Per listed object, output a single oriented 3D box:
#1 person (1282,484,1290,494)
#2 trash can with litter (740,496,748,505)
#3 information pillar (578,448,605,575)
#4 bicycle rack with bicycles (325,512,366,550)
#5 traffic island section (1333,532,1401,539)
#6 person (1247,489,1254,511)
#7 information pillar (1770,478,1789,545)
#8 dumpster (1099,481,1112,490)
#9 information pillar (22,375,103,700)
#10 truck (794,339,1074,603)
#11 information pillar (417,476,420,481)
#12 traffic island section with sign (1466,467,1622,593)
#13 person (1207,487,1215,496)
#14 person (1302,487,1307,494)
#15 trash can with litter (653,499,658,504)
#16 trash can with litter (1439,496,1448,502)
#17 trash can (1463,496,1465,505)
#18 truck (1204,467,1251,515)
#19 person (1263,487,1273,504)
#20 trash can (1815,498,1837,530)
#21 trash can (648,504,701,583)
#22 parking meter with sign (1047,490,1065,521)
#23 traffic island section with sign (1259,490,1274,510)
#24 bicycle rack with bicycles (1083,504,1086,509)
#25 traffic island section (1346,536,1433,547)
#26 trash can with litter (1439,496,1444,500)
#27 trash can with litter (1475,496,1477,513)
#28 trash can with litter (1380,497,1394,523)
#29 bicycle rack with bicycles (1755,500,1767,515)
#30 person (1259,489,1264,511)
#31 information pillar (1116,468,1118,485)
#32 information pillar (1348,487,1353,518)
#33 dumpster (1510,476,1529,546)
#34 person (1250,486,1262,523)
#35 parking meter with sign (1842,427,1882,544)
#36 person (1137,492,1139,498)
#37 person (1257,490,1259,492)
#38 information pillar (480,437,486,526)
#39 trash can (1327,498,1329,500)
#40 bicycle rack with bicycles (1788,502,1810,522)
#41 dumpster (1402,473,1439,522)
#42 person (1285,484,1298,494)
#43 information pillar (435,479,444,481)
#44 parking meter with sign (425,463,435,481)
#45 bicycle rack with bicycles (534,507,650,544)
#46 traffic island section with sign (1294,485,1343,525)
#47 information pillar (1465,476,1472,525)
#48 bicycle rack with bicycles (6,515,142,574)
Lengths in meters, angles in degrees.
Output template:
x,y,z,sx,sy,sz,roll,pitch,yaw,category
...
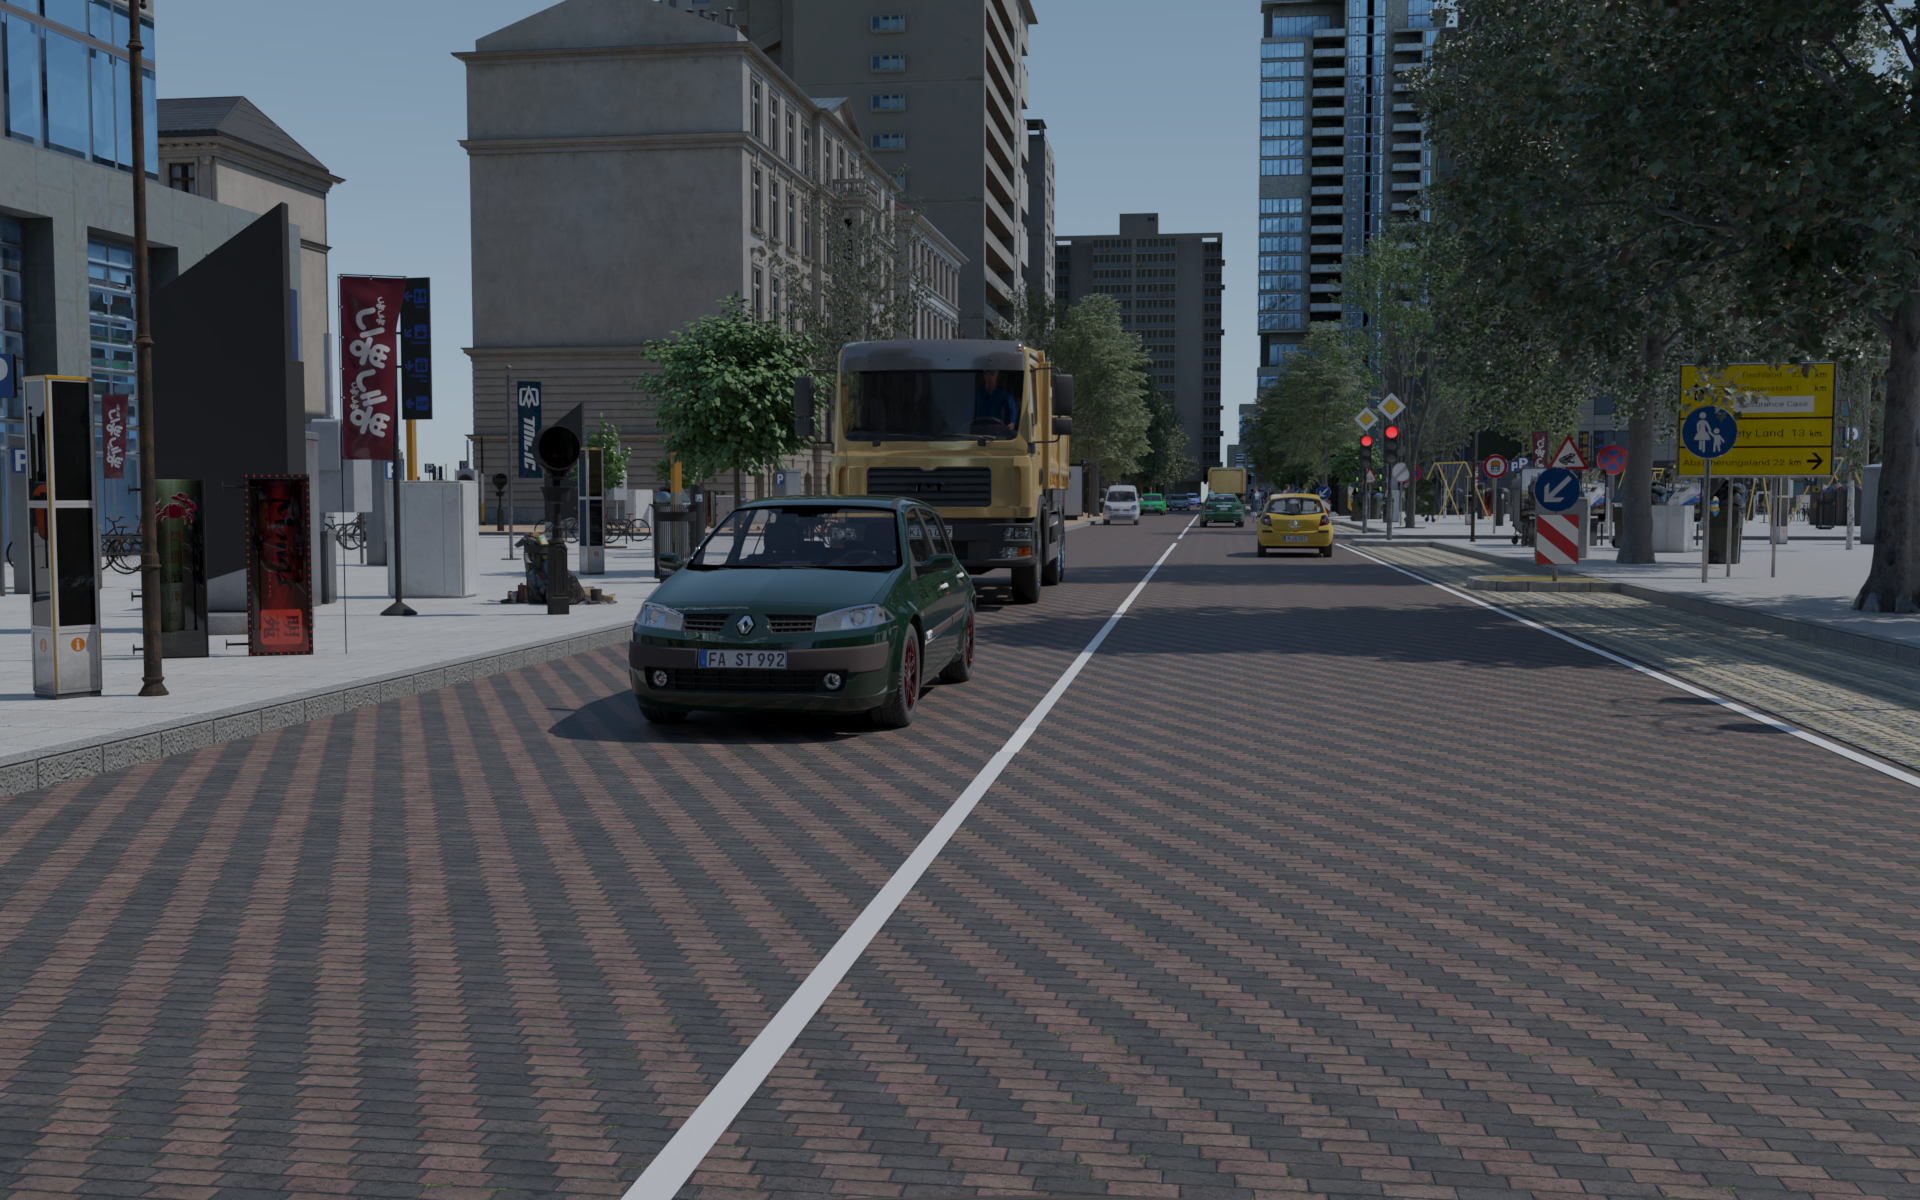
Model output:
x,y,z,sx,sy,sz,roll,pitch,yaw,category
13.588,-3.940,72.768,0.795,1.843,0.661,1,4,21,person
-7.361,-3.049,60.911,1.678,1.210,2.233,2,4,24,trash can with litter
-5.859,-1.409,27.522,0.304,2.012,0.304,-3,5,-40,information pillar
-13.629,-1.641,40.206,2.925,0.926,2.852,-1,4,-10,bicycle rack with bicycles
13.098,-2.061,55.983,2.009,0.180,2.903,1,4,8,traffic island section
25.007,-8.582,148.439,0.705,1.869,1.348,3,4,38,person
20.851,-2.420,44.060,0.304,2.012,0.304,-2,4,-25,information pillar
10.357,-7.403,123.527,1.502,2.255,1.985,1,4,8,dumpster
-5.653,-0.393,10.916,0.304,2.012,0.304,3,4,36,information pillar
0.064,-1.778,24.987,3.469,3.379,9.791,0,4,6,truck
-22.564,-4.122,71.882,0.304,2.012,0.304,-1,4,-10,information pillar
8.712,-1.065,26.040,1.989,1.847,2.006,1,4,8,traffic island section with sign
14.821,-5.749,102.355,0.638,1.841,0.748,-1,4,-18,person
19.731,-5.557,99.129,0.755,1.850,0.659,1,4,19,person
-12.219,-3.614,70.482,1.055,1.170,0.624,0,4,-6,trash can with litter
30.751,-6.100,111.120,1.055,1.170,0.624,1,4,21,trash can with litter
33.436,-6.249,113.828,0.748,1.137,0.748,0,3,0,trash can
19.073,-7.813,123.665,3.469,3.379,9.791,1,4,9,truck
20.343,-6.510,114.304,0.648,1.900,0.474,-2,4,-35,person
31.277,-3.116,62.594,0.748,1.137,0.748,0,3,0,trash can
-4.136,-0.824,25.129,0.748,1.137,0.748,0,3,0,trash can
4.411,-5.275,82.512,0.543,3.016,1.738,3,5,45,parking meter with sign
28.019,-9.093,157.297,1.989,1.847,2.006,1,4,8,traffic island section with sign
6.880,-6.009,111.632,2.852,0.926,2.925,-2,4,-34,bicycle rack with bicycles
11.936,-1.578,48.083,2.009,0.180,2.903,1,4,8,traffic island section
32.682,-6.558,118.279,1.678,1.210,2.233,-3,4,-38,trash can with litter
35.473,-6.533,117.871,2.233,1.210,1.678,0,4,1,trash can with litter
19.041,-4.029,77.254,0.624,1.170,1.055,1,4,14,trash can with litter
47.976,-5.626,105.361,2.925,0.926,2.852,-2,4,-33,bicycle rack with bicycles
26.040,-8.669,150.110,0.599,1.838,0.709,2,4,32,person
10.962,-7.923,120.892,0.183,3.616,0.504,0,4,4,information pillar
21.360,-6.295,94.273,0.504,3.616,0.183,-1,4,-18,information pillar
14.537,-2.296,43.296,1.264,1.857,1.865,1,4,8,dumpster
14.895,-4.811,87.191,0.581,1.822,0.654,1,4,11,person
23.378,-2.925,44.091,0.543,3.016,1.738,-2,4,-25,parking meter with sign
21.934,-12.462,212.966,1.217,1.736,0.721,-1,4,-18,person
26.168,-8.794,152.288,0.705,1.822,1.348,1,4,19,person
-19.502,-4.858,70.775,0.183,3.616,0.504,-1,4,-10,information pillar
26.370,-6.948,125.252,0.748,1.137,0.748,0,3,0,trash can
39.967,-4.140,81.064,2.852,0.926,2.925,1,4,22,bicycle rack with bicycles
20.968,-4.680,79.005,1.502,2.255,1.985,1,4,8,dumpster
12.711,-3.520,66.149,0.694,1.812,0.767,1,4,16,person
-24.952,-4.807,83.083,0.304,2.012,0.304,-3,5,-41,information pillar
-30.329,-6.302,99.303,0.543,3.016,1.738,-1,4,-13,parking meter with sign
-9.723,-1.965,45.504,2.925,0.926,2.852,0,4,-4,bicycle rack with bicycles
16.694,-4.385,80.319,1.989,1.847,2.006,1,4,8,traffic island section with sign
20.900,-4.069,71.024,0.304,2.012,0.304,0,4,1,information pillar
-13.985,-0.907,28.212,2.925,0.926,2.852,-1,4,-10,bicycle rack with bicycles
